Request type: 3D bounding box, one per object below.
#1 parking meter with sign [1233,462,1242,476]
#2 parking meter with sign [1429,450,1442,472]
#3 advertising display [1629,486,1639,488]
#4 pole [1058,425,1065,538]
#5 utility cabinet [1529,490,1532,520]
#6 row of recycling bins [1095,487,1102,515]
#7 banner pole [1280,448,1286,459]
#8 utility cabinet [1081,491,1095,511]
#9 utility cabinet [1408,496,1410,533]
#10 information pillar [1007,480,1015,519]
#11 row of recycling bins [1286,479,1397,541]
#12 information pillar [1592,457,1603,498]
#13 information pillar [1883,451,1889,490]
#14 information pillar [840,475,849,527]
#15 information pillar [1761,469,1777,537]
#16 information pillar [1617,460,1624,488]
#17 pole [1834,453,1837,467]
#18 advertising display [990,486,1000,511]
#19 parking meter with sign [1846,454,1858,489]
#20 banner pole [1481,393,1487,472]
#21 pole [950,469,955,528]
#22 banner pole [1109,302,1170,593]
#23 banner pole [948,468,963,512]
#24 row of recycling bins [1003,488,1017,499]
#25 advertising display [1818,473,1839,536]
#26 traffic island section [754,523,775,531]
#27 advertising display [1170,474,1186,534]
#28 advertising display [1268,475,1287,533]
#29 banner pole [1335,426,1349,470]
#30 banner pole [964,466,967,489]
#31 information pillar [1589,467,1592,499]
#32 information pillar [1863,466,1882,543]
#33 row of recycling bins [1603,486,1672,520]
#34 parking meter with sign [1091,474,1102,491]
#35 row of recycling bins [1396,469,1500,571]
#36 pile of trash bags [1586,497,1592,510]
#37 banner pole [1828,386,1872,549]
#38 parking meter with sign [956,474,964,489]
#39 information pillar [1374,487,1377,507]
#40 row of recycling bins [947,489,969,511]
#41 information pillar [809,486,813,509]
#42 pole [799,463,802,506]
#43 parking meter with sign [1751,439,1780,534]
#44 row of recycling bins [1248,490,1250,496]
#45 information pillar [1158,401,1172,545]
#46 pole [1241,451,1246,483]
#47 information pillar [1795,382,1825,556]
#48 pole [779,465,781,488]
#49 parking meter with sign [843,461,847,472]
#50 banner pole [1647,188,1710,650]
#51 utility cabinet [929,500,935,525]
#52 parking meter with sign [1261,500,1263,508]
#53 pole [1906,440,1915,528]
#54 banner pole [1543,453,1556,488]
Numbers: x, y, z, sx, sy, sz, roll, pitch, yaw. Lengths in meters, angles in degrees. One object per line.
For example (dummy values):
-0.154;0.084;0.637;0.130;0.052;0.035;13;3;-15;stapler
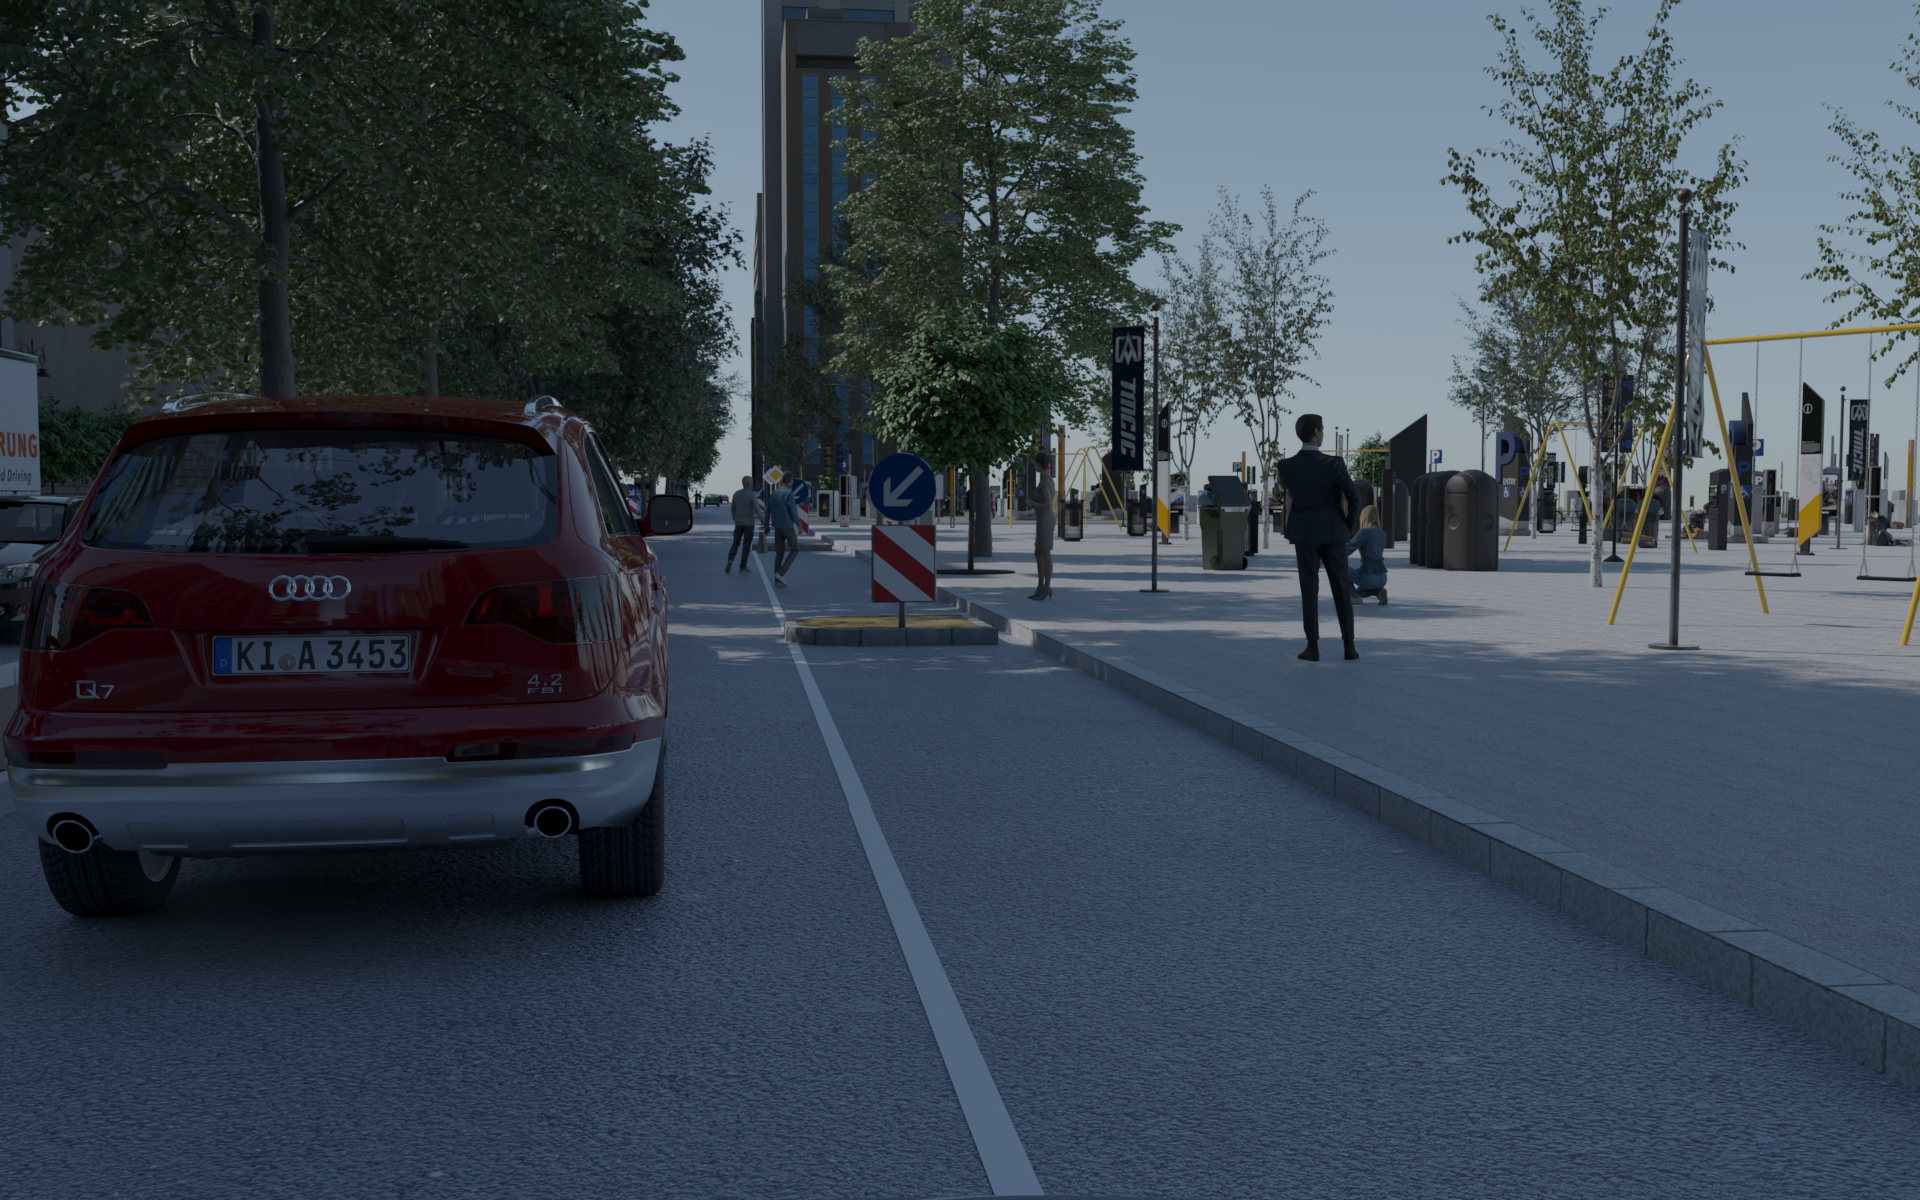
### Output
14.743;-5.943;93.423;0.543;3.016;1.738;2;4;24;parking meter with sign
19.357;-4.408;68.332;1.738;3.016;0.543;-2;4;-31;parking meter with sign
50.772;-7.678;130.753;0.974;1.923;0.123;3;5;44;advertising display
2.991;-3.500;51.062;0.158;3.312;0.155;0;3;0;pole
27.602;-4.648;84.675;0.318;1.500;1.173;0;4;0;utility cabinet
9.251;-5.996;105.140;1.069;1.692;3.534;2;4;31;row of recycling bins
17.541;-6.374;94.228;0.401;3.779;0.863;-1;4;-11;banner pole
9.231;-7.131;125.269;0.318;1.500;1.173;-3;5;-41;utility cabinet
14.707;-2.800;56.949;1.020;1.237;0.306;0;4;-6;utility cabinet
2.665;-5.263;90.535;0.304;2.012;0.304;-3;4;-37;information pillar
10.730;-2.509;48.137;3.534;1.692;1.069;2;4;33;row of recycling bins
35.585;-6.427;96.429;0.183;3.616;0.504;-1;4;-21;information pillar
50.924;-6.356;95.279;0.504;3.616;0.183;-3;5;-43;information pillar
-4.441;-3.802;66.658;0.304;2.012;0.304;1;4;14;information pillar
23.984;-2.865;51.343;0.304;2.012;0.304;1;4;9;information pillar
37.105;-6.473;97.185;0.183;3.616;0.504;0;4;-7;information pillar
43.884;-5.699;87.017;0.158;3.312;0.155;0;3;0;pole
2.651;-7.644;130.192;0.974;1.923;0.123;-3;5;-43;advertising display
38.712;-4.792;74.607;0.543;3.016;1.738;1;4;10;parking meter with sign
12.880;-3.216;42.605;0.401;3.779;0.863;1;4;12;banner pole
-0.280;-4.382;65.493;0.158;3.312;0.155;0;3;0;pole
2.351;-2.002;22.742;0.863;3.779;0.401;2;4;30;banner pole
-0.348;-7.185;107.490;0.863;3.779;0.401;-1;4;-11;banner pole
3.494;-6.523;113.771;1.069;1.692;3.534;1;4;11;row of recycling bins
26.778;-2.967;53.718;0.123;1.923;0.974;-2;4;-35;advertising display
-7.324;-2.878;69.332;2.009;0.180;2.903;0;4;-8;traffic island section
6.961;-3.124;56.295;0.974;1.923;0.123;3;4;37;advertising display
10.541;-3.189;57.360;0.123;1.923;0.974;-3;4;-37;advertising display
14.046;-4.541;64.254;0.401;3.779;0.863;2;4;35;banner pole
0.270;-7.583;114.006;0.401;3.779;0.863;-2;4;-28;banner pole
52.936;-9.426;145.474;0.183;3.616;0.504;1;4;11;information pillar
24.111;-2.524;45.765;0.304;2.012;0.304;0;4;4;information pillar
33.244;-4.787;85.385;3.534;1.692;1.069;0;4;3;row of recycling bins
11.553;-9.291;148.168;0.543;3.016;1.738;-3;5;-41;parking meter with sign
8.599;-1.423;30.373;1.069;1.692;3.534;0;4;3;row of recycling bins
43.855;-6.601;117.685;1.912;1.369;3.447;-3;5;-45;pile of trash bags
20.686;-3.070;40.215;0.863;3.779;0.401;0;4;4;banner pole
0.070;-9.464;151.001;0.543;3.016;1.738;-1;4;-9;parking meter with sign
22.625;-6.325;94.767;0.504;3.616;0.183;-2;4;-34;information pillar
0.507;-8.227;141.629;3.534;1.692;1.069;-2;4;-33;row of recycling bins
-13.122;-9.045;152.375;0.304;2.012;0.304;-1;4;-22;information pillar
-10.387;-7.272;112.747;0.158;3.312;0.155;0;3;0;pole
25.705;-3.616;55.390;1.738;3.016;0.543;-3;5;-44;parking meter with sign
25.445;-9.054;155.140;1.069;1.692;3.534;-2;4;-26;row of recycling bins
5.156;-3.215;43.919;0.183;3.616;0.504;-3;4;-36;information pillar
13.532;-5.434;82.685;0.158;3.312;0.155;0;3;0;pole
17.730;-2.736;36.085;0.183;3.616;0.504;-2;4;-27;information pillar
-12.596;-7.794;121.276;0.158;3.312;0.155;0;3;0;pole
-6.000;-5.795;91.016;0.543;3.016;1.738;-1;4;-18;parking meter with sign
6.081;-1.495;14.458;0.401;3.779;0.863;3;5;40;banner pole
-1.020;-2.851;57.783;0.306;1.237;1.020;0;4;5;utility cabinet
22.154;-7.787;123.586;0.543;3.016;1.738;-2;4;-31;parking meter with sign
35.596;-4.345;64.880;0.158;3.312;0.155;0;3;0;pole
31.157;-6.226;91.814;0.863;3.779;0.401;1;4;15;banner pole
